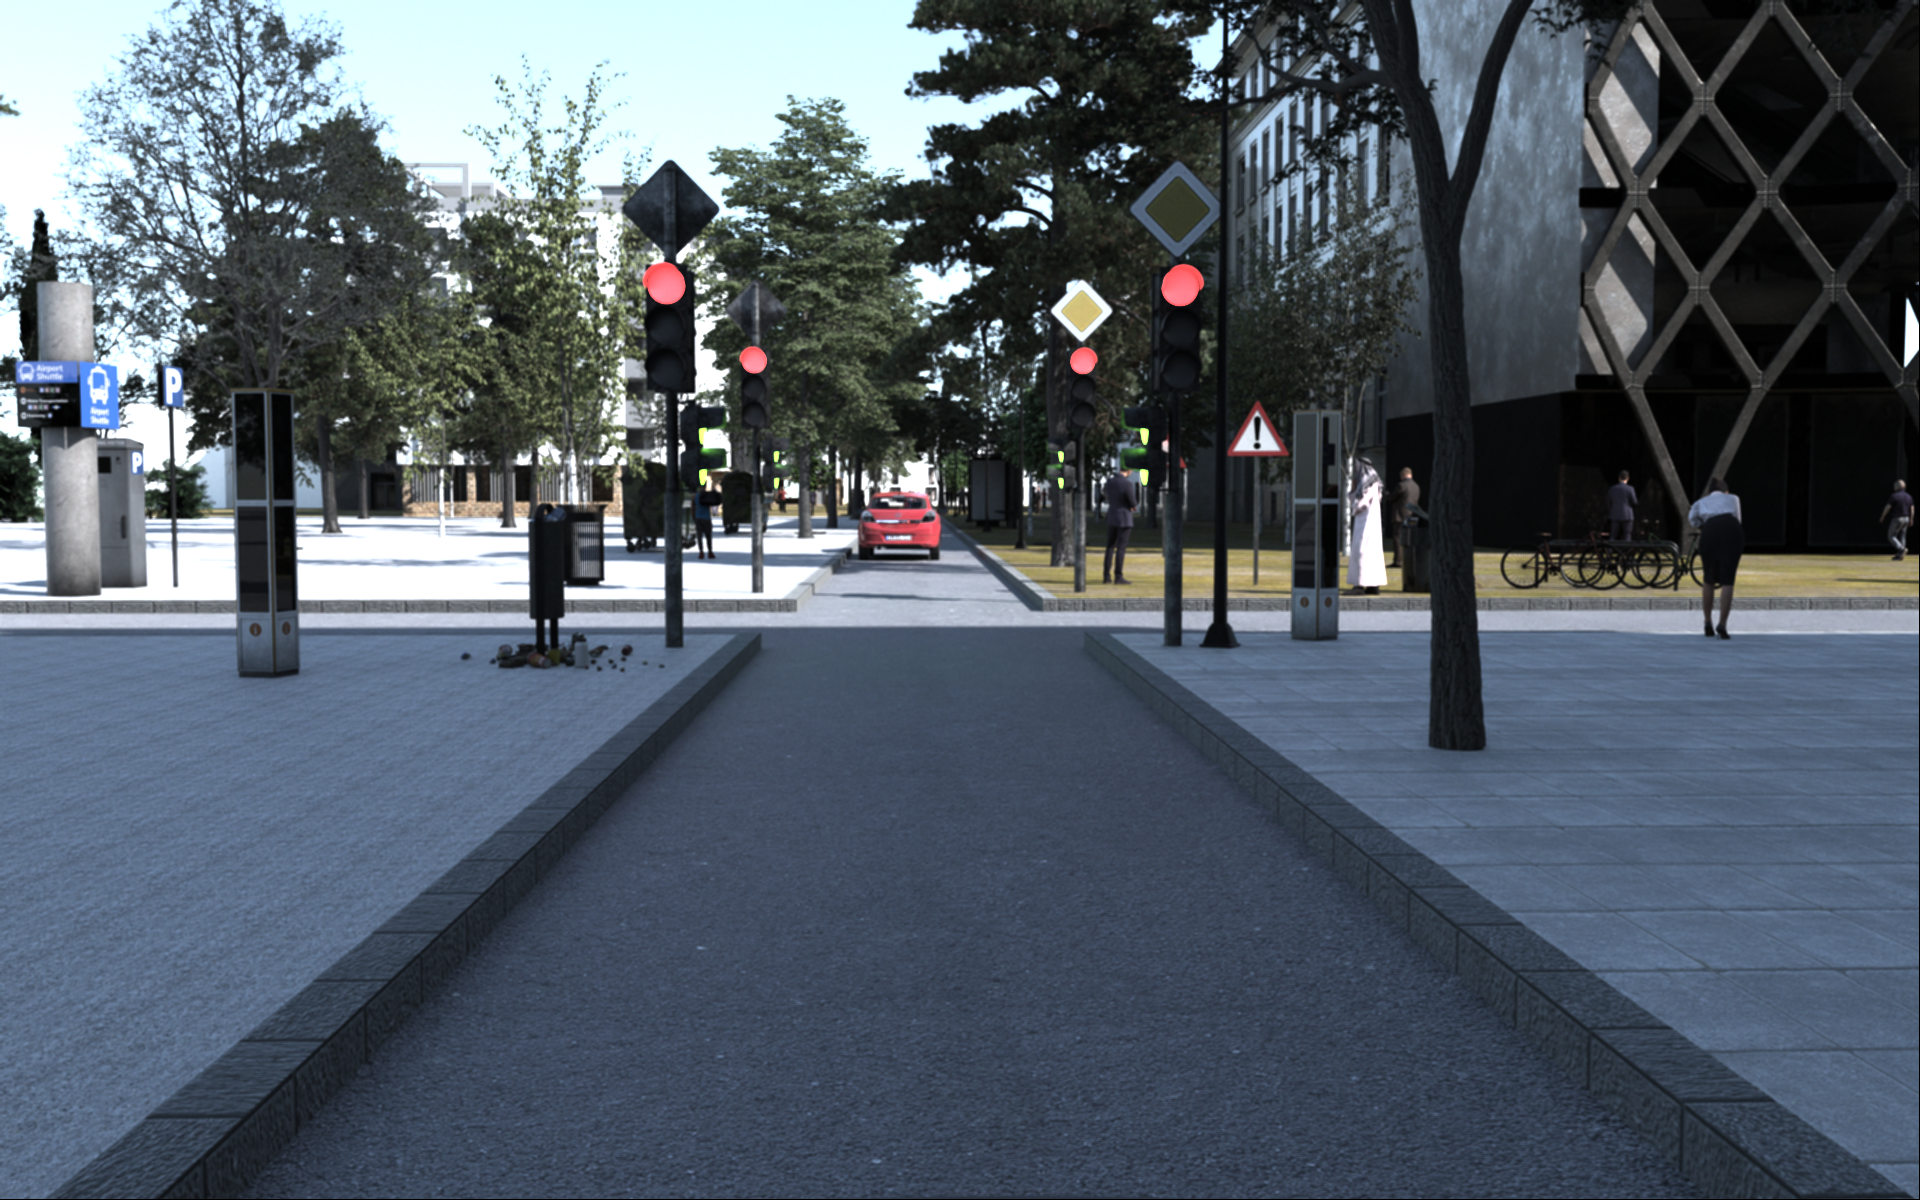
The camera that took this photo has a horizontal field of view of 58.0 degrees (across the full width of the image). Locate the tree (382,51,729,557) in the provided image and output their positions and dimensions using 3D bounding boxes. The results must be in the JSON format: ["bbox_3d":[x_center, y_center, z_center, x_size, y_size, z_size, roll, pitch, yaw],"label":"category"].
[{"bbox_3d":[-6.418,-4.842,29.537,4.737,8.622,4.395,0,3,0],"label":"tree"}]

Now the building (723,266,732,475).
[{"bbox_3d":[-24.966,-16.577,127.461,16.016,20.091,11.380,0,4,-2],"label":"building"}]

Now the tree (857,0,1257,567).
[{"bbox_3d":[1.743,-6.627,30.402,6.751,12.117,7.091,0,3,0],"label":"tree"}]

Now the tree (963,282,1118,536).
[{"bbox_3d":[2.389,-6.252,52.575,4.360,8.622,3.978,0,3,0],"label":"tree"}]

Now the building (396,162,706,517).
[{"bbox_3d":[-24.188,-15.127,103.742,16.016,20.091,11.380,0,4,-2],"label":"building"}]

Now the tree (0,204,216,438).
[{"bbox_3d":[-29.628,-7.688,60.108,8.767,10.594,7.601,1,4,8],"label":"tree"}]

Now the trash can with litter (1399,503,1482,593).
[{"bbox_3d":[6.240,-0.680,22.510,1.055,1.170,0.624,1,4,21],"label":"trash can with litter"}]

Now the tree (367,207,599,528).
[{"bbox_3d":[-17.211,-8.771,65.455,6.751,12.117,7.091,0,3,0],"label":"tree"}]

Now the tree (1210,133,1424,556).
[{"bbox_3d":[7.890,-5.217,35.660,4.360,8.622,3.978,0,3,0],"label":"tree"}]

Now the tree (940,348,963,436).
[{"bbox_3d":[1.178,-7.633,75.158,4.360,8.622,3.978,0,3,0],"label":"tree"}]

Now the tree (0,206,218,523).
[{"bbox_3d":[-44.780,-11.068,82.790,13.155,14.587,18.604,0,4,3],"label":"tree"}]

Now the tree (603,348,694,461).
[{"bbox_3d":[-14.037,-8.132,83.322,4.360,8.622,3.978,0,3,0],"label":"tree"}]

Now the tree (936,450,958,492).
[{"bbox_3d":[-0.048,-8.537,123.300,4.285,4.588,4.351,0,3,0],"label":"tree"}]

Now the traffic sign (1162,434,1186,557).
[{"bbox_3d":[4.140,-2.147,35.099,0.884,2.594,0.081,0,4,7],"label":"traffic sign"}]

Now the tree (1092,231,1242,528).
[{"bbox_3d":[7.183,-9.037,65.876,7.486,12.596,7.792,0,3,0],"label":"tree"}]

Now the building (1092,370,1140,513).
[{"bbox_3d":[14.804,-10.684,116.824,9.099,9.664,28.070,0,4,-2],"label":"building"}]

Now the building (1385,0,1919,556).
[{"bbox_3d":[21.013,-10.674,41.978,16.811,18.784,16.820,0,4,-2],"label":"building"}]

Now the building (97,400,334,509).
[{"bbox_3d":[-65.057,-13.165,157.402,28.070,9.664,9.099,0,4,-2],"label":"building"}]

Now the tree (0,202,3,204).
[{"bbox_3d":[-29.539,-7.190,51.967,8.767,10.594,7.601,0,4,7],"label":"tree"}]

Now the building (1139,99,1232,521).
[{"bbox_3d":[15.608,-14.353,89.418,10.420,20.320,16.860,0,4,-2],"label":"building"}]

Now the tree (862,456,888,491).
[{"bbox_3d":[-8.828,-13.562,172.108,4.360,8.622,3.978,0,3,0],"label":"tree"}]

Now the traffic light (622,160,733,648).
[{"bbox_3d":[-2.377,-1.539,14.401,0.839,4.213,0.868,0,4,-2],"label":"traffic light"}]

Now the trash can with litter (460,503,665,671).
[{"bbox_3d":[-3.048,-0.153,13.558,1.678,1.210,2.233,0,4,-2],"label":"trash can with litter"}]

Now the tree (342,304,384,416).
[{"bbox_3d":[-15.356,-6.111,50.285,4.737,8.622,4.395,0,3,0],"label":"tree"}]

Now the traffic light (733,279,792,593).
[{"bbox_3d":[-2.610,-2.027,22.383,0.839,4.213,0.868,0,4,-2],"label":"traffic light"}]

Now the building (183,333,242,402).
[{"bbox_3d":[-69.715,-20.336,198.954,31.486,18.905,16.747,0,4,-2],"label":"building"}]

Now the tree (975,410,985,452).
[{"bbox_3d":[-1.714,-14.786,149.173,7.806,13.903,7.818,0,3,0],"label":"tree"}]

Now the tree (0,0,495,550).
[{"bbox_3d":[-15.948,-7.900,39.542,12.009,13.543,11.850,0,3,0],"label":"tree"}]

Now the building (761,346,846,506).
[{"bbox_3d":[-19.085,-21.005,199.854,11.380,20.091,16.016,0,4,-2],"label":"building"}]

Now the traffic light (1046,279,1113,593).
[{"bbox_3d":[1.549,-2.035,22.520,0.839,4.213,0.868,0,4,-2],"label":"traffic light"}]

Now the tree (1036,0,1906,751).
[{"bbox_3d":[2.674,-4.548,8.775,8.767,10.594,7.601,1,4,22],"label":"tree"}]

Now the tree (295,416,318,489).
[{"bbox_3d":[-30.286,-7.832,78.416,4.360,8.622,3.978,0,3,0],"label":"tree"}]

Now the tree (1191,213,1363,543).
[{"bbox_3d":[8.296,-5.773,44.745,4.737,8.622,4.395,0,3,0],"label":"tree"}]

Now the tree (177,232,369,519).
[{"bbox_3d":[-28.206,-8.998,69.166,6.751,12.117,7.091,0,3,0],"label":"tree"}]

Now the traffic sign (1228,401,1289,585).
[{"bbox_3d":[4.157,-1.484,24.275,0.884,2.594,0.081,0,4,6],"label":"traffic sign"}]

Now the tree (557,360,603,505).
[{"bbox_3d":[-20.931,-8.758,93.562,4.360,8.622,3.978,0,3,0],"label":"tree"}]

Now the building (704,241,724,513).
[{"bbox_3d":[-24.713,-15.883,116.105,16.016,20.091,11.380,0,4,-2],"label":"building"}]

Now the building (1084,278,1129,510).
[{"bbox_3d":[23.983,-18.536,147.040,27.936,21.610,32.646,0,4,-2],"label":"building"}]

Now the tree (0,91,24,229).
[{"bbox_3d":[-18.962,-6.448,27.488,6.751,12.117,7.091,0,3,0],"label":"tree"}]

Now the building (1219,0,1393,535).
[{"bbox_3d":[20.078,-14.224,65.846,16.112,22.955,30.059,0,4,-2],"label":"building"}]

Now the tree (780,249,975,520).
[{"bbox_3d":[-4.877,-10.933,86.180,7.806,13.903,7.818,0,3,0],"label":"tree"}]

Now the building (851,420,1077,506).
[{"bbox_3d":[1.664,-15.601,197.218,28.070,9.664,9.099,0,4,-2],"label":"building"}]

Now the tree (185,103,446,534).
[{"bbox_3d":[-20.779,-9.113,56.415,7.806,13.903,7.818,0,3,0],"label":"tree"}]

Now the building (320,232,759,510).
[{"bbox_3d":[-34.419,-18.591,147.940,32.646,21.610,27.936,0,4,-2],"label":"building"}]

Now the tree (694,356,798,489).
[{"bbox_3d":[-9.189,-7.638,75.249,4.360,8.622,3.978,0,3,0],"label":"tree"}]

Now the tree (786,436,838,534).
[{"bbox_3d":[-4.717,-3.756,56.008,1.663,3.219,1.824,0,3,0],"label":"tree"}]

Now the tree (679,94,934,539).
[{"bbox_3d":[-4.319,-8.028,49.384,7.486,12.596,7.792,0,3,0],"label":"tree"}]

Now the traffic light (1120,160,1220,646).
[{"bbox_3d":[1.782,-1.547,14.538,0.839,4.213,0.868,0,4,-2],"label":"traffic light"}]

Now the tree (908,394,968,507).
[{"bbox_3d":[-2.129,-15.087,172.434,9.928,11.665,9.643,0,3,0],"label":"tree"}]

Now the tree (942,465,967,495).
[{"bbox_3d":[-0.459,-7.387,115.371,1.663,3.219,1.824,0,3,0],"label":"tree"}]

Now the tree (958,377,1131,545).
[{"bbox_3d":[2.593,-3.678,43.854,4.285,4.588,4.351,0,3,0],"label":"tree"}]

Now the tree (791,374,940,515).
[{"bbox_3d":[-6.817,-11.969,106.058,12.009,13.543,11.850,0,3,0],"label":"tree"}]
